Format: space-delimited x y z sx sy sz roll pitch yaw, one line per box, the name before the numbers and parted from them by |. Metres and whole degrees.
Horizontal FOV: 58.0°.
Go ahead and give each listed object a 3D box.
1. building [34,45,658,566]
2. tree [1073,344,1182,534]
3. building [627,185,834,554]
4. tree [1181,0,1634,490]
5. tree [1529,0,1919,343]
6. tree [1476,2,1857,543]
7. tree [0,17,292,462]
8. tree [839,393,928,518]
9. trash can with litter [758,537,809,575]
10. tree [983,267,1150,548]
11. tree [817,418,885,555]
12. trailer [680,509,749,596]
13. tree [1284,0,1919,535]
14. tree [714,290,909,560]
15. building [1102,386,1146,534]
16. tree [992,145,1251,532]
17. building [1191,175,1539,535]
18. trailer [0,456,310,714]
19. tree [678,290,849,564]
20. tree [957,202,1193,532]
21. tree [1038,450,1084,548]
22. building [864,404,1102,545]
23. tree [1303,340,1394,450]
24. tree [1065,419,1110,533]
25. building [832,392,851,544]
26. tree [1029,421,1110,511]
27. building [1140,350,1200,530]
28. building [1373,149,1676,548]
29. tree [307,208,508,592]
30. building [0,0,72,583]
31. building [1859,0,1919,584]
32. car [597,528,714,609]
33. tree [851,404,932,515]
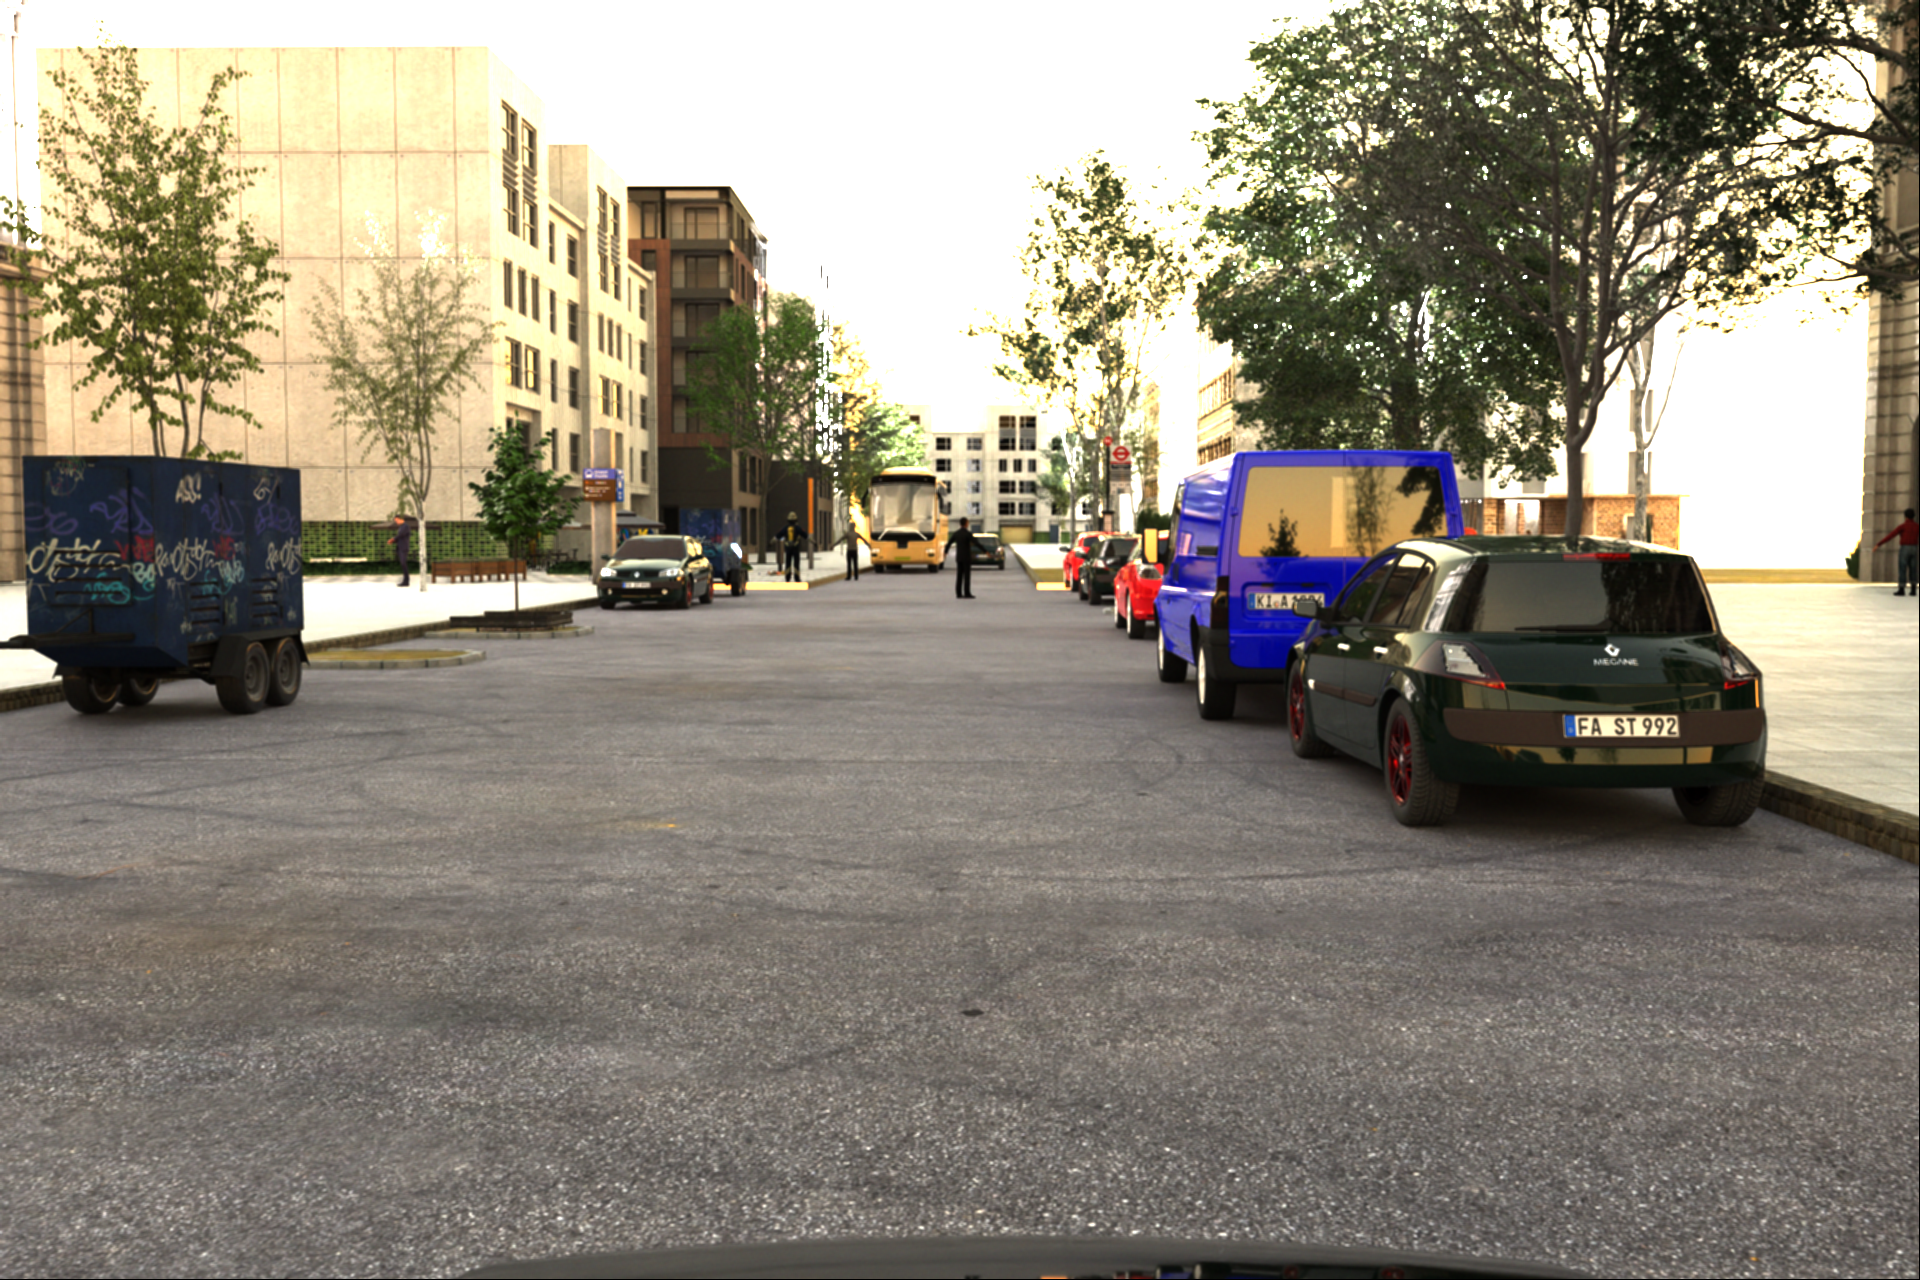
building | -25.168 -12.994 78.910 16.747 18.905 31.486 0 4 1
tree | 6.921 -7.110 66.611 4.360 8.622 3.978 0 3 0
building | -23.845 -16.772 118.190 27.936 21.610 32.646 0 4 0
tree | 9.676 -8.008 37.581 9.857 13.997 8.962 0 3 0
tree | 9.200 -4.909 14.673 8.767 10.594 7.601 1 4 20
tree | 20.884 -12.100 53.728 12.611 20.169 13.585 0 3 0
tree | -11.630 -4.576 25.186 4.737 8.622 4.395 0 3 0
tree | -6.419 -13.571 140.019 7.486 12.596 7.792 0 3 0
trash can with litter | -5.522 -2.669 54.694 1.678 1.210 2.233 0 4 1
tree | 6.879 -16.480 125.329 12.611 20.169 13.585 0 3 0
tree | -6.860 -9.394 103.960 4.737 8.622 4.395 0 3 0
trailer | -5.768 -1.984 39.494 1.471 1.999 3.904 0 4 2
tree | 9.256 -7.046 25.568 12.009 13.543 11.850 0 3 0
tree | -7.507 -10.816 87.218 12.009 13.543 11.850 0 3 0
building | 27.063 -21.317 214.985 16.747 18.905 31.486 0 4 1
tree | 7.930 -13.877 82.778 12.611 20.169 13.585 0 3 0
building | 24.600 -16.718 104.273 19.493 23.208 18.063 0 4 2
trailer | -6.330 -0.387 13.382 1.471 1.999 3.904 0 4 1
tree | -8.286 -9.028 73.361 9.928 11.665 9.643 0 3 0
tree | 6.705 -14.923 99.883 12.611 20.169 13.585 0 3 0
tree | 8.943 -12.277 151.093 4.737 8.622 4.395 0 3 0
building | 2.738 -22.825 242.111 31.486 18.905 16.747 0 4 -6
tree | 15.109 -6.951 64.007 4.360 8.622 3.978 0 3 0
tree | 8.273 -9.857 111.526 4.360 8.622 3.978 0 3 0
building | -23.351 -21.398 216.317 16.747 18.905 31.486 0 4 1
tree | 9.148 -12.757 142.992 7.601 10.594 8.767 -1 4 -18
building | 28.959 -21.283 178.907 19.493 23.208 18.063 0 4 1
building | 27.293 -14.394 91.764 16.016 20.090 11.380 0 4 1
tree | -11.772 -5.392 38.525 4.360 8.622 3.978 0 3 0
building | -29.638 -11.738 32.570 13.314 22.015 24.055 0 4 2
building | 27.709 -11.604 30.377 13.314 22.015 24.055 0 4 2
car | -5.996 -1.502 34.347 2.009 1.686 4.222 0 4 1
tree | -6.028 -14.201 150.308 7.486 12.596 7.792 0 3 0
